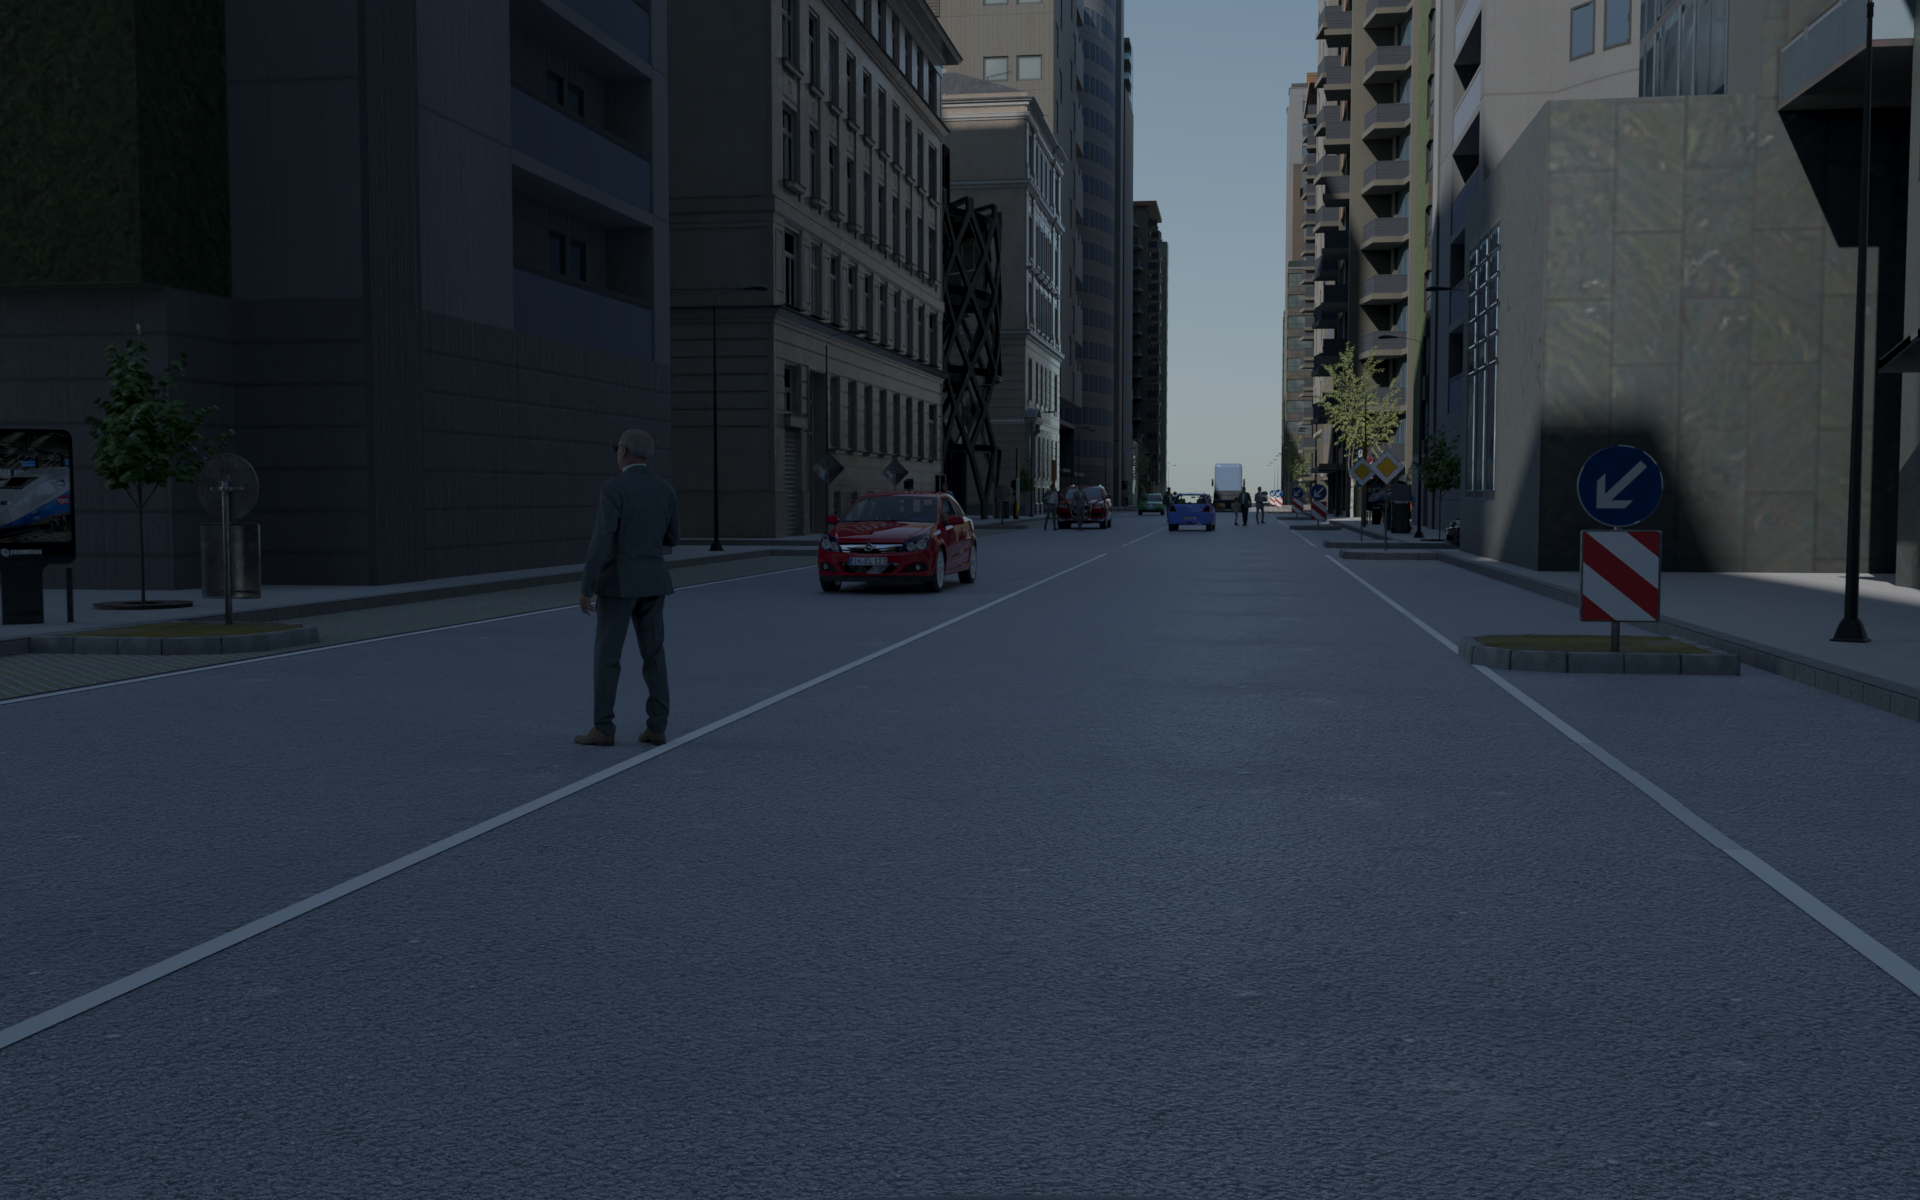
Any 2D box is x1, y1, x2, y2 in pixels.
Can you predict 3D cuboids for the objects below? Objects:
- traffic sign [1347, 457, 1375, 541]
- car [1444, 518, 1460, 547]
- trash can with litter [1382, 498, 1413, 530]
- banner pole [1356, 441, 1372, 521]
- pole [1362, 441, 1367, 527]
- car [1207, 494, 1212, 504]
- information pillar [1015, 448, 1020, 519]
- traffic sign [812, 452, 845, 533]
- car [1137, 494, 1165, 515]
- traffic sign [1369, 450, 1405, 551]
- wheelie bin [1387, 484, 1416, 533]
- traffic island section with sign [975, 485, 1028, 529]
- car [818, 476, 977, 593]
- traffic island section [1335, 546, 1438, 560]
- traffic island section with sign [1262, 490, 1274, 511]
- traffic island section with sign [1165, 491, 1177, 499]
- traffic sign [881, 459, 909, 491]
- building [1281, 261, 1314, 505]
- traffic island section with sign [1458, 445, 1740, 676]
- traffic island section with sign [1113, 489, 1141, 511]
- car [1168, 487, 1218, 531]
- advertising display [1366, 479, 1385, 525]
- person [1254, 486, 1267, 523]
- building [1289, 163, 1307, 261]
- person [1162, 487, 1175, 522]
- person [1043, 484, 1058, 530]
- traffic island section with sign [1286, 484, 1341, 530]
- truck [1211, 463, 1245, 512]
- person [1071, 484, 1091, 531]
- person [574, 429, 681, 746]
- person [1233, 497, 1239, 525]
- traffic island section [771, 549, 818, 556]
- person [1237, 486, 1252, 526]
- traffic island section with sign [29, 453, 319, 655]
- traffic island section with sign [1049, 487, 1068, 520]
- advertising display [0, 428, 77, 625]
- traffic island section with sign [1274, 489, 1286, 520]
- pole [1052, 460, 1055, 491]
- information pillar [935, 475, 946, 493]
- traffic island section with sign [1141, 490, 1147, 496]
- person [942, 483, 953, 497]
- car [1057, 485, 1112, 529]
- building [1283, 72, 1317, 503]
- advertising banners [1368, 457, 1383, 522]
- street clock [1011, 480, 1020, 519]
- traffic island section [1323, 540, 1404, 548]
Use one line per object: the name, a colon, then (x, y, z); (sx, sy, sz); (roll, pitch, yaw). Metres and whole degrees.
traffic sign: (10.881, -2.645, 46.890); (0.795, 2.450, 0.064); (1, 4, 9)
car: (14.152, -2.015, 42.734); (4.222, 1.686, 2.009); (1, 4, 9)
trash can with litter: (15.306, -3.004, 60.508); (1.055, 1.170, 0.624); (2, 4, 32)
banner pole: (19.116, -5.604, 81.637); (0.863, 3.779, 0.401); (0, 3, 0)
pole: (15.641, -4.475, 67.014); (0.158, 3.312, 0.155); (0, 3, 0)
car: (33.456, -13.906, 236.397); (2.155, 1.783, 4.494); (1, 4, 9)
information pillar: (2.929, -5.906, 87.921); (0.183, 3.616, 0.504); (1, 4, 13)
traffic sign: (-3.126, -2.291, 41.094); (0.795, 2.450, 0.064); (1, 4, 9)
car: (13.072, -6.691, 118.193); (1.959, 1.807, 4.718); (0, 4, 8)
traffic sign: (9.597, -2.163, 39.008); (0.795, 2.450, 0.064); (1, 4, 9)
wheelie bin: (14.370, -2.976, 56.570); (0.980, 1.594, 0.693); (1, 4, 12)
traffic island section with sign: (1.738, -3.823, 71.128); (1.989, 1.847, 2.006); (1, 4, 9)
car: (-0.905, -1.076, 26.633); (2.155, 1.783, 4.494); (1, 4, 10)
traffic island section: (9.622, -1.028, 39.082); (2.009, 0.180, 2.903); (1, 4, 9)
traffic island section with sign: (26.565, -8.347, 145.106); (1.989, 1.847, 2.006); (1, 4, 9)
traffic island section with sign: (27.477, -13.489, 229.164); (1.989, 1.847, 2.006); (1, 4, 9)
traffic sign: (-1.842, -2.773, 48.975); (0.795, 2.450, 0.064); (1, 4, 9)
building: (47.352, -27.055, 214.044); (14.160, 30.474, 14.107); (1, 4, 9)
traffic island section with sign: (5.336, -0.374, 14.748); (1.989, 1.847, 2.006); (1, 4, 9)
traffic island section with sign: (14.018, -8.436, 146.549); (1.989, 1.847, 2.006); (1, 4, 9)
car: (9.155, -3.584, 68.190); (1.945, 1.707, 3.694); (1, 4, 11)
advertising display: (17.474, -4.127, 72.691); (0.974, 1.923, 0.123); (-1, 4, -19)
person: (14.669, -4.632, 84.437); (0.606, 1.804, 0.583); (-3, 5, -43)
building: (50.424, -35.335, 227.843); (14.600, 45.320, 14.200); (1, 4, 9)
person: (10.429, -4.746, 86.439); (0.623, 1.781, 0.721); (-3, 5, -43)
person: (3.591, -3.680, 68.777); (0.679, 1.850, 0.850); (-2, 4, -28)
traffic island section with sign: (14.268, -3.730, 69.609); (1.989, 1.847, 2.006); (1, 4, 9)
truck: (22.604, -9.550, 145.906); (2.967, 4.110, 18.799); (1, 4, 9)
person: (4.751, -3.635, 68.054); (0.709, 1.813, 0.853); (-1, 4, -22)
person: (-1.938, -0.079, 9.968); (0.590, 1.801, 0.661); (3, 5, 40)
person: (12.768, -4.106, 79.912); (0.394, 1.301, 0.425); (-2, 4, -35)
traffic island section: (-3.151, -1.155, 41.159); (2.009, 0.180, 2.903); (1, 4, 9)
person: (12.892, -4.262, 78.582); (0.661, 1.777, 0.834); (1, 4, 17)
traffic island section with sign: (-7.199, -0.467, 16.258); (1.989, 1.847, 2.006); (1, 4, 9)
traffic island section with sign: (6.069, -5.450, 97.734); (1.989, 1.847, 2.006); (1, 4, 9)
advertising display: (-9.253, -0.724, 17.044); (0.974, 1.923, 0.123); (-2, 4, -33)
traffic island section with sign: (18.606, -5.358, 96.224); (1.989, 1.847, 2.006); (1, 4, 9)
pole: (5.586, -6.697, 103.332); (0.158, 3.312, 0.155); (0, 3, 0)
information pillar: (-0.743, -3.720, 65.320); (0.304, 2.012, 0.304); (-3, 5, -42)
traffic island section with sign: (18.444, -10.100, 173.767); (1.989, 1.847, 2.006); (1, 4, 9)
person: (-0.461, -3.075, 58.866); (0.778, 1.811, 0.616); (-2, 4, -24)
car: (5.261, -3.915, 72.680); (2.281, 1.827, 5.304); (1, 4, 8)
building: (57.174, -43.168, 247.789); (21.231, 58.520, 28.212); (1, 4, 9)
advertising banners: (19.442, -5.144, 80.298); (0.090, 3.025, 2.074); (-1, 4, -18)
street clock: (2.838, -5.142, 88.635); (0.358, 2.002, 0.471); (-3, 5, -42)
traffic island section: (10.906, -1.510, 46.963); (2.009, 0.180, 2.903); (1, 4, 9)
